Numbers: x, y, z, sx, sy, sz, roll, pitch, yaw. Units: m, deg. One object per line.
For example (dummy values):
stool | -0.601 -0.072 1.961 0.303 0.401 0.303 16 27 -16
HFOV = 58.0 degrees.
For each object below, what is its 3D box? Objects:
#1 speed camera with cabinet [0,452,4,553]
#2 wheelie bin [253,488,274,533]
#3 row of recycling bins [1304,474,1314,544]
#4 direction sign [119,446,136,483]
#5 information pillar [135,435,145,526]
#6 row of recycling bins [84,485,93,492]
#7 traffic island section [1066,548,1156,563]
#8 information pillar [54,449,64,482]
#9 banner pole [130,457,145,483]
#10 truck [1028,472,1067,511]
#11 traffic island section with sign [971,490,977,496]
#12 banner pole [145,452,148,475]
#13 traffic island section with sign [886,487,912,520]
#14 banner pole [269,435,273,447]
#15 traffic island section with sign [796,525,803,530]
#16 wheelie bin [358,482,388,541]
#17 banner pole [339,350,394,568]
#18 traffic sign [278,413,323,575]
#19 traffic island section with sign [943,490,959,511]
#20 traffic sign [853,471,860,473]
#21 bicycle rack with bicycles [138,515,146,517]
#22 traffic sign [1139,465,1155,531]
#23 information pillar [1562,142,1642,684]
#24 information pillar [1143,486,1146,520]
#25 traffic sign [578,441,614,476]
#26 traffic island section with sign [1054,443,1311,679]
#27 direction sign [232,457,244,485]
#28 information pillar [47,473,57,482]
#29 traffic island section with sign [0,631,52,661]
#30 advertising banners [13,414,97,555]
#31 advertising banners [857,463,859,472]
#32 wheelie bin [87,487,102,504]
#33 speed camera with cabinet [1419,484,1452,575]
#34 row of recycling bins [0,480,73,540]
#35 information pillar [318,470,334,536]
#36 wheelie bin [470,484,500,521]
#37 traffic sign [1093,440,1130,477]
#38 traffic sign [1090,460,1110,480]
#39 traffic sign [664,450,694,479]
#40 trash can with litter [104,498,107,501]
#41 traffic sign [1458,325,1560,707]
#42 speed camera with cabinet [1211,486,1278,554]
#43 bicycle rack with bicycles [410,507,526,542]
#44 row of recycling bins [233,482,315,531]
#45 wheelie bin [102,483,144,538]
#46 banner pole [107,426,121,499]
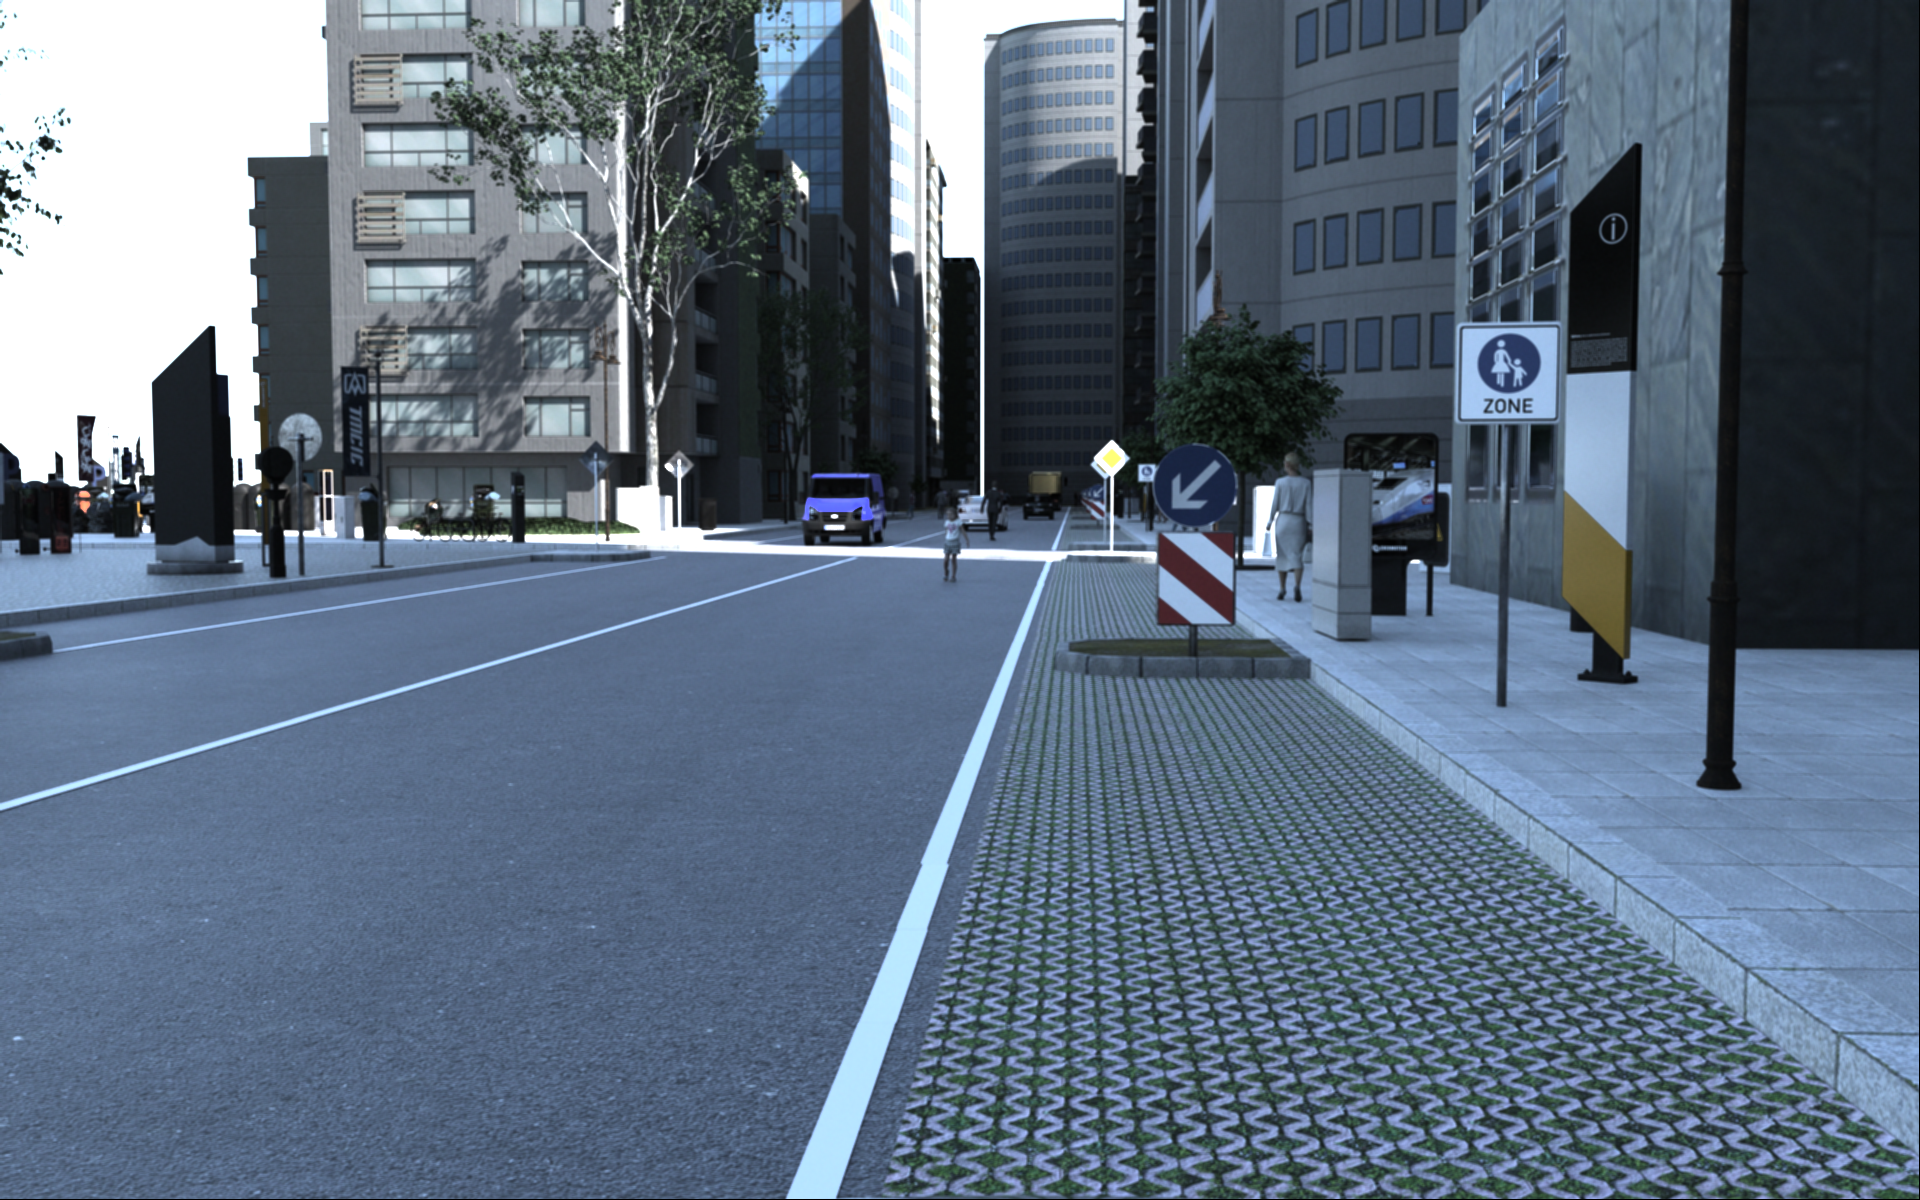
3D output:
speed camera with cabinet | -21.788 -2.692 38.346 0.660 3.252 2.038 -3 5 -44
wheelie bin | -22.700 -2.985 56.719 0.693 1.594 0.980 0 4 -6
row of recycling bins | 7.612 -1.641 33.936 1.069 1.692 3.534 3 4 37
direction sign | -39.670 -5.505 81.996 0.379 3.537 0.876 2 4 30
information pillar | -32.448 -4.717 68.472 0.183 3.616 0.504 -1 4 -9
row of recycling bins | -41.698 -4.501 80.702 1.069 1.692 3.534 1 4 22
traffic island section | 3.305 -0.919 37.310 2.009 0.180 2.903 0 4 4
information pillar | -47.163 -6.077 90.719 0.504 3.616 0.183 0 4 7
banner pole | -46.507 -6.577 97.548 0.401 3.779 0.863 0 4 8
truck | 7.415 -9.360 148.957 3.469 3.379 9.791 0 4 5
traffic island section with sign | 1.411 -10.199 175.383 1.989 1.847 2.006 0 4 4
banner pole | -48.833 -6.952 103.685 0.401 3.779 0.863 2 4 33
traffic island section with sign | -3.743 -5.438 97.538 1.989 1.847 2.006 0 4 4
banner pole | -29.404 -5.119 73.711 0.401 3.779 0.863 1 4 16
traffic island section with sign | -5.537 -3.788 70.557 1.989 1.847 2.006 0 4 4
wheelie bin | -16.036 -2.412 47.338 0.693 1.594 0.980 0 4 -8
banner pole | -10.322 -2.452 30.106 0.863 3.779 0.401 -2 4 -33
traffic sign | -10.407 -1.664 27.308 0.768 2.556 0.104 1 4 10
traffic island section with sign | -0.377 -8.554 148.487 1.989 1.847 2.006 0 4 4
traffic sign | -5.789 -5.921 96.910 0.768 2.556 0.104 0 4 7
bicycle rack with bicycles | -44.779 -5.013 95.341 2.852 0.926 2.925 -3 4 -36
traffic sign | 6.399 -3.494 59.261 0.606 2.300 0.079 1 4 12
information pillar | 4.383 -1.252 11.819 0.183 3.616 0.504 -3 5 -40
information pillar | 9.312 -5.865 87.254 0.183 3.616 0.504 0 4 1
traffic sign | -7.988 -2.190 37.992 0.795 2.593 0.064 0 4 4
traffic island section with sign | 1.786 -0.350 14.353 1.989 1.847 2.006 0 4 4
direction sign | -44.696 -7.030 106.938 0.876 3.537 0.379 -2 4 -24
information pillar | -30.959 -3.340 59.104 0.304 2.012 0.304 -2 4 -29
traffic island section with sign | -9.193 -0.399 15.152 1.989 1.847 2.006 0 4 4
advertising banners | -19.485 -2.521 37.402 0.090 3.025 2.074 2 4 24
advertising banners | -5.658 -6.236 98.152 0.090 3.025 2.074 0 4 7
wheelie bin | -37.056 -4.062 74.328 0.980 1.594 0.693 -2 4 -27
speed camera with cabinet | 8.082 -2.010 27.203 0.660 3.252 2.038 -1 4 -23
row of recycling bins | -26.725 -2.597 49.570 1.069 1.692 3.534 0 4 5
information pillar | -19.423 -2.972 53.078 0.304 2.012 0.304 3 5 42
wheelie bin | -15.483 -2.968 56.428 0.980 1.594 0.693 0 4 -8
traffic sign | 3.281 -2.143 37.229 0.795 2.593 0.064 0 4 4
traffic sign | 3.808 -2.630 45.196 0.795 2.593 0.064 0 4 4
traffic sign | -7.460 -2.677 45.960 0.795 2.593 0.064 0 4 4
trash can with litter | -54.787 -6.070 110.636 0.624 1.170 1.055 -1 4 -22
traffic sign | 3.270 -0.505 10.392 0.606 2.300 0.079 1 4 9
speed camera with cabinet | 6.296 -2.627 37.295 2.038 3.252 0.660 0 4 6
bicycle rack with bicycles | -13.195 -2.079 47.372 2.925 0.926 2.852 2 4 35
row of recycling bins | -24.219 -3.296 61.005 3.534 1.692 1.069 2 4 23
wheelie bin | -24.687 -2.653 51.276 0.980 1.594 0.693 -1 4 -15
banner pole | -31.249 -4.523 63.961 0.401 3.779 0.863 0 4 8
